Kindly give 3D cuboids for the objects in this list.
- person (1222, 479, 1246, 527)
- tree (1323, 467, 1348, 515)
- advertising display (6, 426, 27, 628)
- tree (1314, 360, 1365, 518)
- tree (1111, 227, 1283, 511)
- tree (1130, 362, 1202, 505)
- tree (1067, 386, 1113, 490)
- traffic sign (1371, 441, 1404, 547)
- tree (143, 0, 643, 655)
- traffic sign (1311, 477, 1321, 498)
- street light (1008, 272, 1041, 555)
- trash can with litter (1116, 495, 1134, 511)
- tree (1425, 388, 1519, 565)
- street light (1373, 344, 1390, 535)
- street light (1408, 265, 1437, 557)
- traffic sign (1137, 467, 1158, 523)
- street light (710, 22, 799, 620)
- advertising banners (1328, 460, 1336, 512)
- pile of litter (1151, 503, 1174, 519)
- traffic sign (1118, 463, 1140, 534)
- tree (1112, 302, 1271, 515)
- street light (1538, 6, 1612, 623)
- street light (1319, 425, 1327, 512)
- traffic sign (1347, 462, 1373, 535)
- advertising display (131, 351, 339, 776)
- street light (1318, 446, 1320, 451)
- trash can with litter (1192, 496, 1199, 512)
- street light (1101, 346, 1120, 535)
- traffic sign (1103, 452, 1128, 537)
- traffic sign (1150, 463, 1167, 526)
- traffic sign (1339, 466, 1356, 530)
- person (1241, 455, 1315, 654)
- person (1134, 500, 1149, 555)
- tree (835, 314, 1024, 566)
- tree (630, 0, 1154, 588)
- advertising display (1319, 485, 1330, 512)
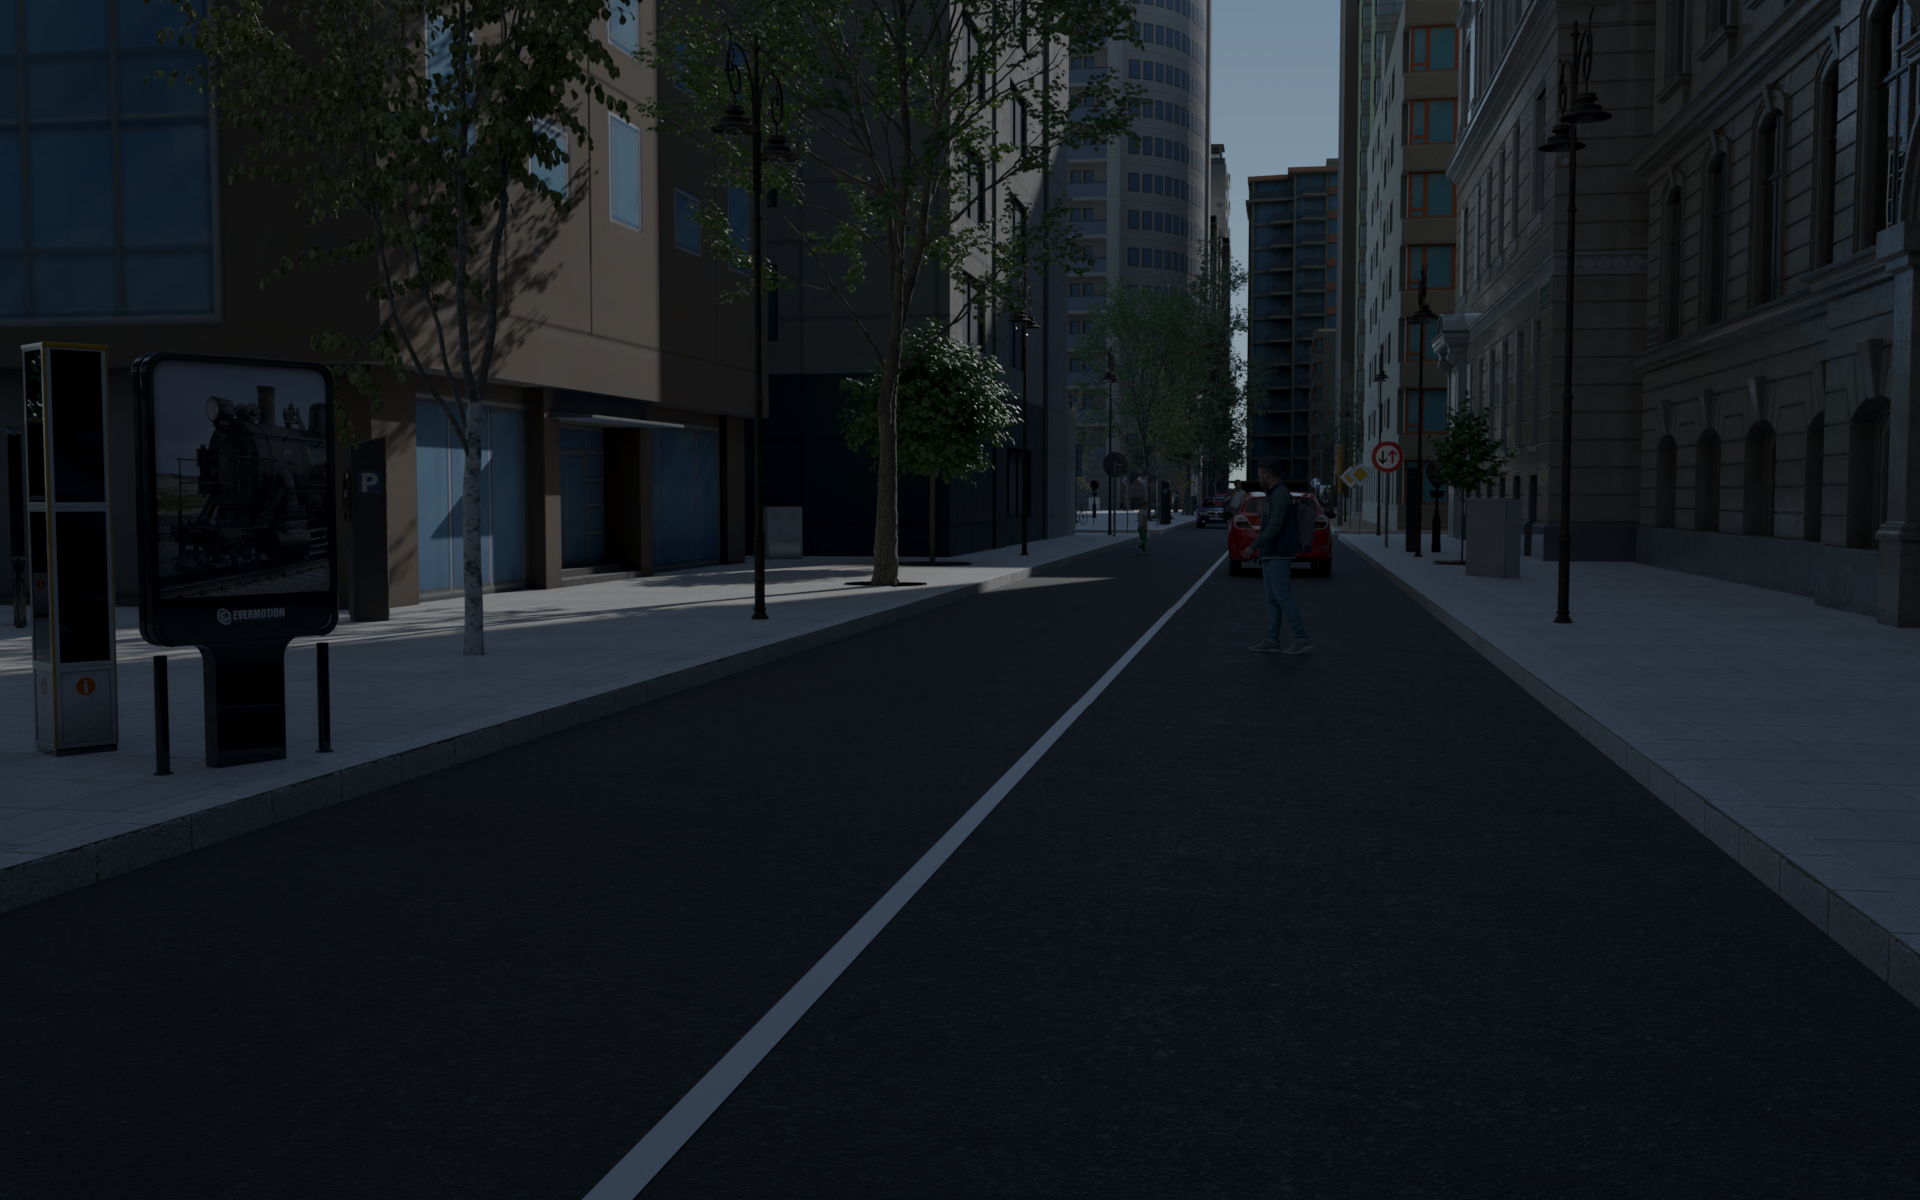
[{"bbox_3d":[7.455,-2.350,47.030,0.679,1.850,0.850,0,4,2],"label":"person"},{"bbox_3d":[23.502,-6.866,106.861,1.663,3.219,1.824,0,3,0],"label":"tree"},{"bbox_3d":[-9.196,-0.714,16.893,0.123,1.923,0.974,-2,4,-28],"label":"advertising display"},{"bbox_3d":[21.400,-8.797,94.199,4.360,8.622,3.978,0,3,0],"label":"tree"},{"bbox_3d":[16.963,-16.505,125.751,12.611,20.169,13.585,0,3,0],"label":"tree"},{"bbox_3d":[11.429,-8.835,94.816,4.737,8.622,4.395,0,3,0],"label":"tree"},{"bbox_3d":[7.706,-10.062,114.882,4.360,8.622,3.978,0,3,0],"label":"tree"},{"bbox_3d":[10.263,-2.538,41.609,0.768,2.556,0.104,1,4,15],"label":"traffic sign"},{"bbox_3d":[-4.074,-3.875,13.722,4.737,8.622,4.395,0,3,0],"label":"tree"},{"bbox_3d":[27.185,-8.084,132.286,0.768,2.556,0.104,1,4,11],"label":"traffic sign"},{"bbox_3d":[1.351,-3.875,36.143,0.468,5.910,1.993,1,4,11],"label":"street light"},{"bbox_3d":[12.008,-7.180,128.458,2.233,1.210,1.678,-1,4,-23],"label":"trash can with litter"},{"bbox_3d":[9.331,-2.264,31.626,1.663,3.219,1.824,0,3,0],"label":"tree"},{"bbox_3d":[12.984,-4.940,53.564,0.468,5.910,1.993,1,4,11],"label":"street light"},{"bbox_3d":[9.344,-3.814,35.154,0.468,5.910,1.993,1,4,11],"label":"street light"},{"bbox_3d":[6.832,-3.646,63.258,0.795,2.450,0.064,1,4,11],"label":"traffic sign"},{"bbox_3d":[-2.053,-2.741,17.602,0.468,5.910,1.993,1,4,11],"label":"street light"},{"bbox_3d":[19.175,-5.693,89.267,0.090,3.025,2.074,1,4,21],"label":"advertising banners"},{"bbox_3d":[10.157,-4.529,88.009,1.176,0.858,1.719,-3,4,-39],"label":"pile of litter"},{"bbox_3d":[5.367,-3.166,55.408,0.795,2.450,0.064,1,4,11],"label":"traffic sign"},{"bbox_3d":[13.720,-11.418,103.698,9.611,12.733,9.660,0,3,0],"label":"tree"},{"bbox_3d":[6.008,-2.709,17.077,0.468,5.910,1.993,1,4,11],"label":"street light"},{"bbox_3d":[24.541,-8.762,116.051,0.468,5.910,1.993,1,4,11],"label":"street light"},{"bbox_3d":[12.485,-3.084,54.063,0.795,2.450,0.064,1,4,11],"label":"traffic sign"},{"bbox_3d":[-3.406,-0.183,8.212,0.123,1.923,0.974,2,4,34],"label":"advertising display"},{"bbox_3d":[28.019,-9.908,134.775,0.468,5.910,1.993,1,4,11],"label":"street light"},{"bbox_3d":[16.678,-6.932,124.729,1.055,1.170,0.624,-3,5,-44],"label":"trash can with litter"},{"bbox_3d":[4.690,-4.971,54.068,0.468,5.910,1.993,1,4,11],"label":"street light"},{"bbox_3d":[4.653,-3.181,52.123,0.768,2.556,0.104,1,4,20],"label":"traffic sign"},{"bbox_3d":[7.985,-4.271,69.939,0.768,2.556,0.104,1,4,11],"label":"traffic sign"},{"bbox_3d":[13.950,-3.564,61.913,0.795,2.450,0.064,1,4,11],"label":"traffic sign"},{"bbox_3d":[2.866,-0.418,15.679,0.721,1.781,0.623,0,4,-1],"label":"person"},{"bbox_3d":[4.271,-1.711,40.721,0.306,1.304,0.590,3,5,42],"label":"person"},{"bbox_3d":[-0.424,-2.914,31.366,4.285,4.588,4.351,0,3,0],"label":"tree"},{"bbox_3d":[-0.910,-6.003,23.901,9.928,11.665,9.643,0,3,0],"label":"tree"},{"bbox_3d":[25.843,-7.172,122.471,0.974,1.923,0.123,3,5,45],"label":"advertising display"}]
